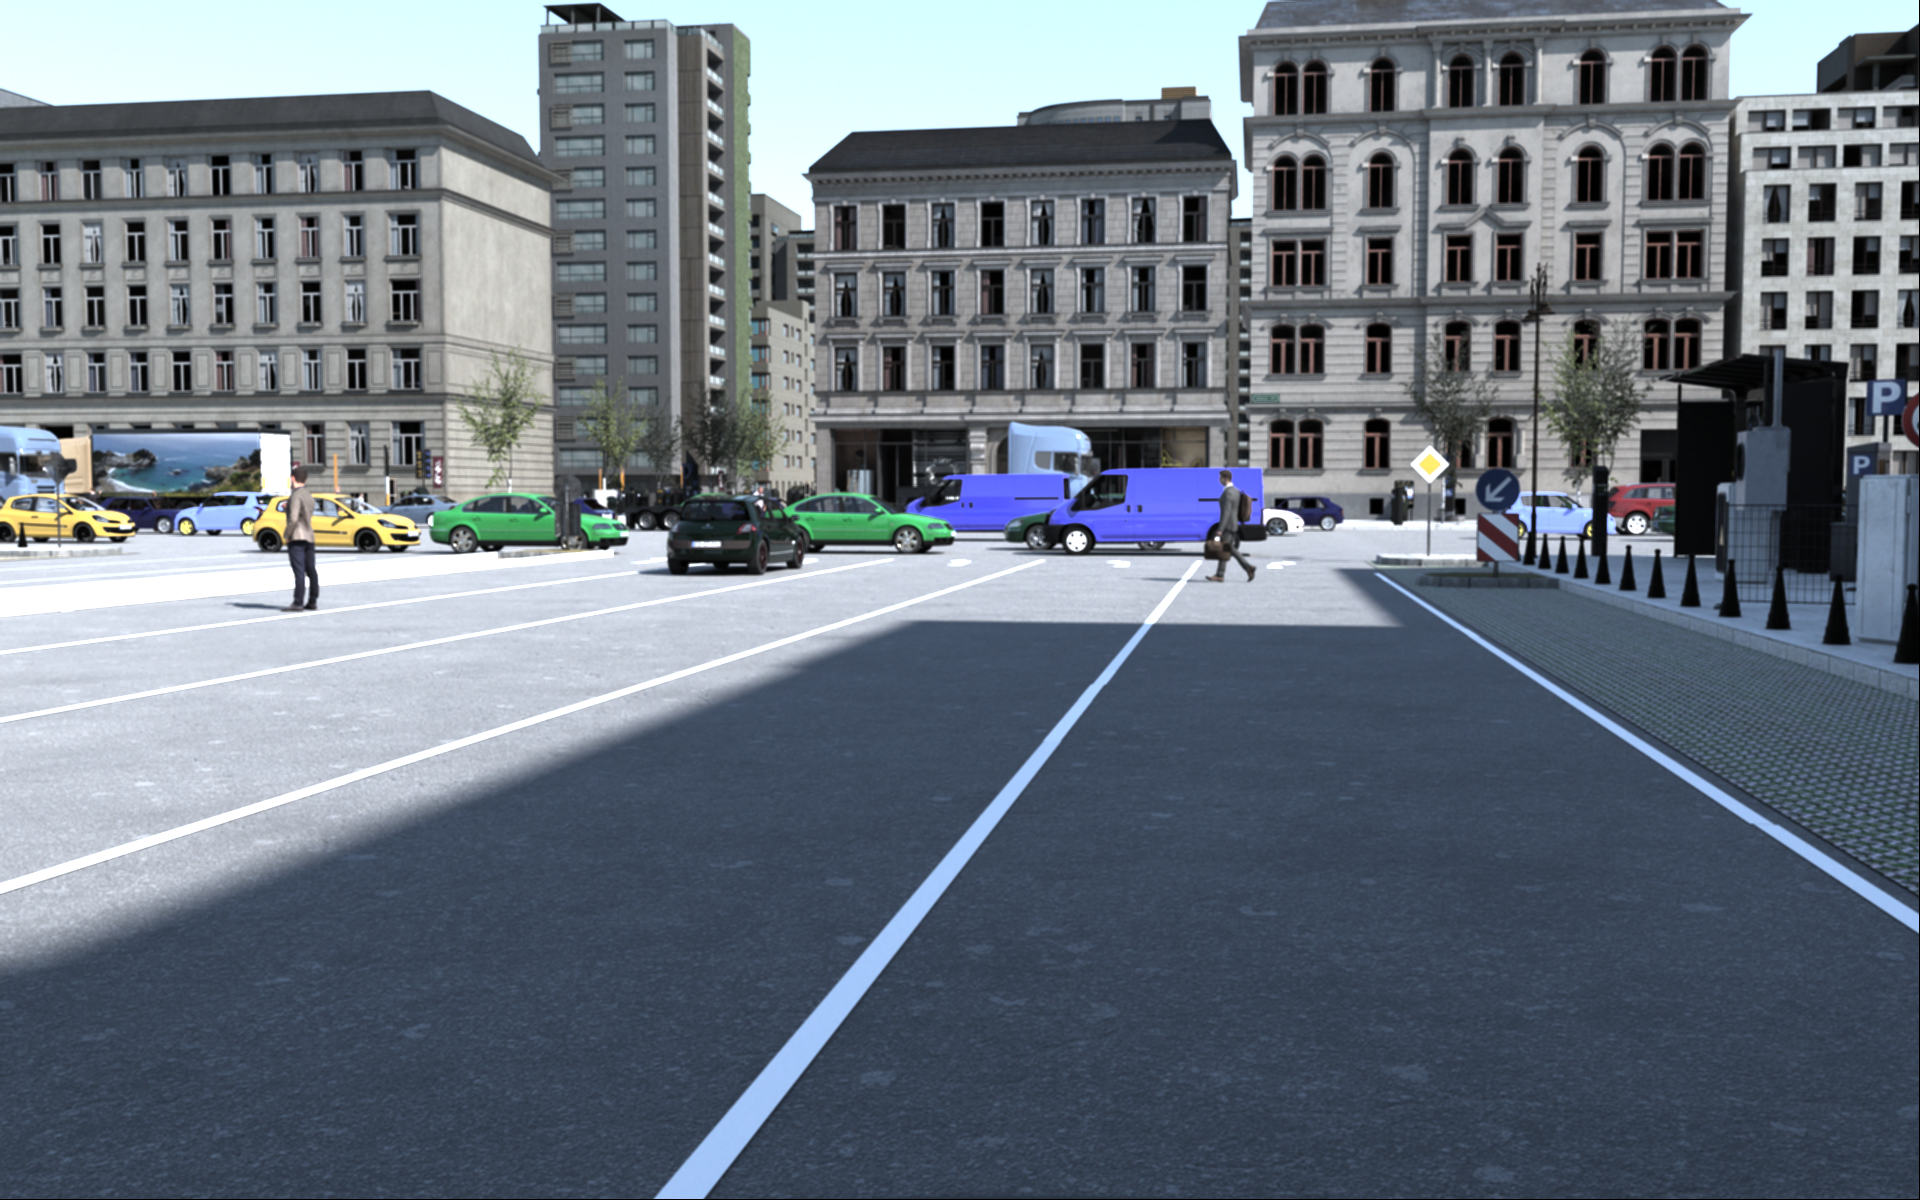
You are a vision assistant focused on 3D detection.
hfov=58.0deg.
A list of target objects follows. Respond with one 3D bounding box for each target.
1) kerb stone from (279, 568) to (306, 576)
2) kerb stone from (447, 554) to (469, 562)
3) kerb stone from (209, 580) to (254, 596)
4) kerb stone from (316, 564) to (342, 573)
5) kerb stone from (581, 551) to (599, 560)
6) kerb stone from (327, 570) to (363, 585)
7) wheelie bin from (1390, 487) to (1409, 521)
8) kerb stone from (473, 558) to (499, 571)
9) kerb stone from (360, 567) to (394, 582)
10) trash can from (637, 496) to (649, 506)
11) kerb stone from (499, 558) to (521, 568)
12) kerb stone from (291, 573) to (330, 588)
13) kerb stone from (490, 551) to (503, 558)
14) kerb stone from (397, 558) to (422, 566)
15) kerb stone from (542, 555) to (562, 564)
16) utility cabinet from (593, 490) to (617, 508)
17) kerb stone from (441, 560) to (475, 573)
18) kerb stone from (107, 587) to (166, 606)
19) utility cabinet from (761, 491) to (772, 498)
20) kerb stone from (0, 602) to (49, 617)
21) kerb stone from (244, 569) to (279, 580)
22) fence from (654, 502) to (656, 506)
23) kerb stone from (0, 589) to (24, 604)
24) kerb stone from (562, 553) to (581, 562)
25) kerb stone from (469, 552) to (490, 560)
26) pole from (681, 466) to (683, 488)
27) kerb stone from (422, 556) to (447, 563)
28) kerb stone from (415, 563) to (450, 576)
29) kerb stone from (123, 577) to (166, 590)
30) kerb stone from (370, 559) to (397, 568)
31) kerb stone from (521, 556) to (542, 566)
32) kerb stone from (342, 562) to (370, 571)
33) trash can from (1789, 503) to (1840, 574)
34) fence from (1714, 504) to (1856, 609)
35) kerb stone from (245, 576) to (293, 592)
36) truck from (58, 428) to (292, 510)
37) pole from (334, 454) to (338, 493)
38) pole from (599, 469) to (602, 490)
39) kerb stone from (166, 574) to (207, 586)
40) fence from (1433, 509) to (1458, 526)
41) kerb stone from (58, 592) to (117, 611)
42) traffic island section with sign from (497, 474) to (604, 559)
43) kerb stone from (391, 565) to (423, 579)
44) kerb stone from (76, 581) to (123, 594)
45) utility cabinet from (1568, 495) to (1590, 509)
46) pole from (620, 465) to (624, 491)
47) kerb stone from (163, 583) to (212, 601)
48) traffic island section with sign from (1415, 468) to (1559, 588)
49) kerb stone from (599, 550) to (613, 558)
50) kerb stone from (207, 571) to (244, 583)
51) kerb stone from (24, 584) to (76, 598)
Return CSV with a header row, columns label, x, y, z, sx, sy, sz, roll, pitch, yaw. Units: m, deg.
label,x,y,z,sx,sy,sz,roll,pitch,yaw
kerb stone,-11.646,-0.483,30.122,0.120,0.150,1.000,1,4,10
kerb stone,-10.611,-0.855,36.241,0.120,0.150,1.000,1,4,10
kerb stone,-10.447,-0.151,24.703,0.120,0.150,1.000,1,4,10
kerb stone,-11.471,-0.546,31.143,0.120,0.150,1.000,1,4,10
kerb stone,-8.210,-0.960,37.898,0.120,0.150,1.000,1,4,10
kerb stone,-9.924,-0.340,27.761,0.120,0.150,1.000,1,4,10
wheelie bin,20.623,-4.486,81.250,0.693,1.594,0.980,-2,4,-30
kerb stone,-9.067,-0.651,32.832,0.120,0.150,1.000,1,4,10
kerb stone,-9.754,-0.403,28.780,0.120,0.150,1.000,1,4,10
trash can,-19.759,-5.893,108.006,0.748,1.137,0.748,0,3,0
kerb stone,-8.894,-0.713,33.845,0.120,0.150,1.000,1,4,10
kerb stone,-10.095,-0.274,26.749,0.120,0.150,1.000,1,4,10
kerb stone,-10.266,-0.983,38.280,0.120,0.150,1.000,1,4,10
kerb stone,-10.960,-0.734,34.202,0.120,0.150,1.000,1,4,10
kerb stone,-8.545,-0.832,35.871,0.120,0.150,1.000,1,4,10
utility cabinet,-18.100,-4.872,88.338,1.173,1.500,0.318,-3,4,-36
kerb stone,-9.243,-0.588,31.820,0.120,0.150,1.000,1,4,10
kerb stone,-10.788,-0.029,22.667,0.120,0.150,1.000,1,4,10
utility cabinet,-12.035,-6.036,107.375,0.318,1.500,1.173,1,4,17
kerb stone,-11.136,0.095,20.637,0.120,0.150,1.000,1,4,10
kerb stone,-11.818,-0.417,29.094,0.120,0.150,1.000,1,4,10
fence,-23.418,-7.219,133.398,0.278,0.683,2.069,0,4,-2
kerb stone,-12.866,-0.049,23.004,0.120,0.150,1.000,1,4,10
kerb stone,-8.373,-0.898,36.884,0.120,0.150,1.000,1,4,10
kerb stone,-10.444,-0.921,37.259,0.120,0.150,1.000,1,4,10
pole,-20.306,-8.117,126.554,0.158,3.312,0.155,0,3,0
kerb stone,-10.781,-0.795,35.227,0.120,0.150,1.000,1,4,10
kerb stone,-9.404,-0.524,30.805,0.120,0.150,1.000,1,4,10
kerb stone,-12.351,-0.232,26.058,0.120,0.150,1.000,1,4,10
kerb stone,-11.132,-0.665,33.189,0.120,0.150,1.000,1,4,10
kerb stone,-8.720,-0.767,34.858,0.120,0.150,1.000,1,4,10
kerb stone,-11.311,-0.608,32.166,0.120,0.150,1.000,1,4,10
trash can,13.824,-1.003,28.061,0.748,1.137,0.748,0,3,0
fence,9.517,-0.473,18.943,2.264,1.192,0.480,2,4,29
kerb stone,-10.273,-0.216,25.731,0.120,0.150,1.000,1,4,10
truck,-34.836,-5.279,75.227,11.283,4.237,2.839,1,4,10
pole,-31.684,-5.755,87.940,0.158,3.312,0.155,0,3,0
pole,-28.788,-8.854,138.598,0.158,3.312,0.155,0,3,0
kerb stone,-12.169,-0.298,27.069,0.120,0.150,1.000,1,4,10
fence,19.879,-3.380,70.645,0.278,0.683,2.069,3,5,39
kerb stone,-10.957,0.033,21.653,0.120,0.150,1.000,1,4,10
traffic island section with sign,-9.072,-1.885,38.956,2.006,1.907,1.989,1,4,10
kerb stone,-9.577,-0.465,29.792,0.120,0.150,1.000,1,4,10
kerb stone,-12.520,-0.174,25.038,0.120,0.150,1.000,1,4,10
utility cabinet,28.817,-4.254,80.713,1.020,1.237,0.306,1,4,17
pole,-23.927,-7.866,122.450,0.158,3.312,0.155,0,3,0
kerb stone,-10.617,-0.091,23.680,0.120,0.150,1.000,1,4,10
traffic island section with sign,8.218,-1.135,27.183,1.989,1.847,2.006,1,4,10
kerb stone,-8.034,-1.022,38.910,0.120,0.150,1.000,1,4,10
kerb stone,-11.999,-0.357,28.083,0.120,0.150,1.000,1,4,10
kerb stone,-12.695,-0.108,24.026,0.120,0.150,1.000,1,4,10
